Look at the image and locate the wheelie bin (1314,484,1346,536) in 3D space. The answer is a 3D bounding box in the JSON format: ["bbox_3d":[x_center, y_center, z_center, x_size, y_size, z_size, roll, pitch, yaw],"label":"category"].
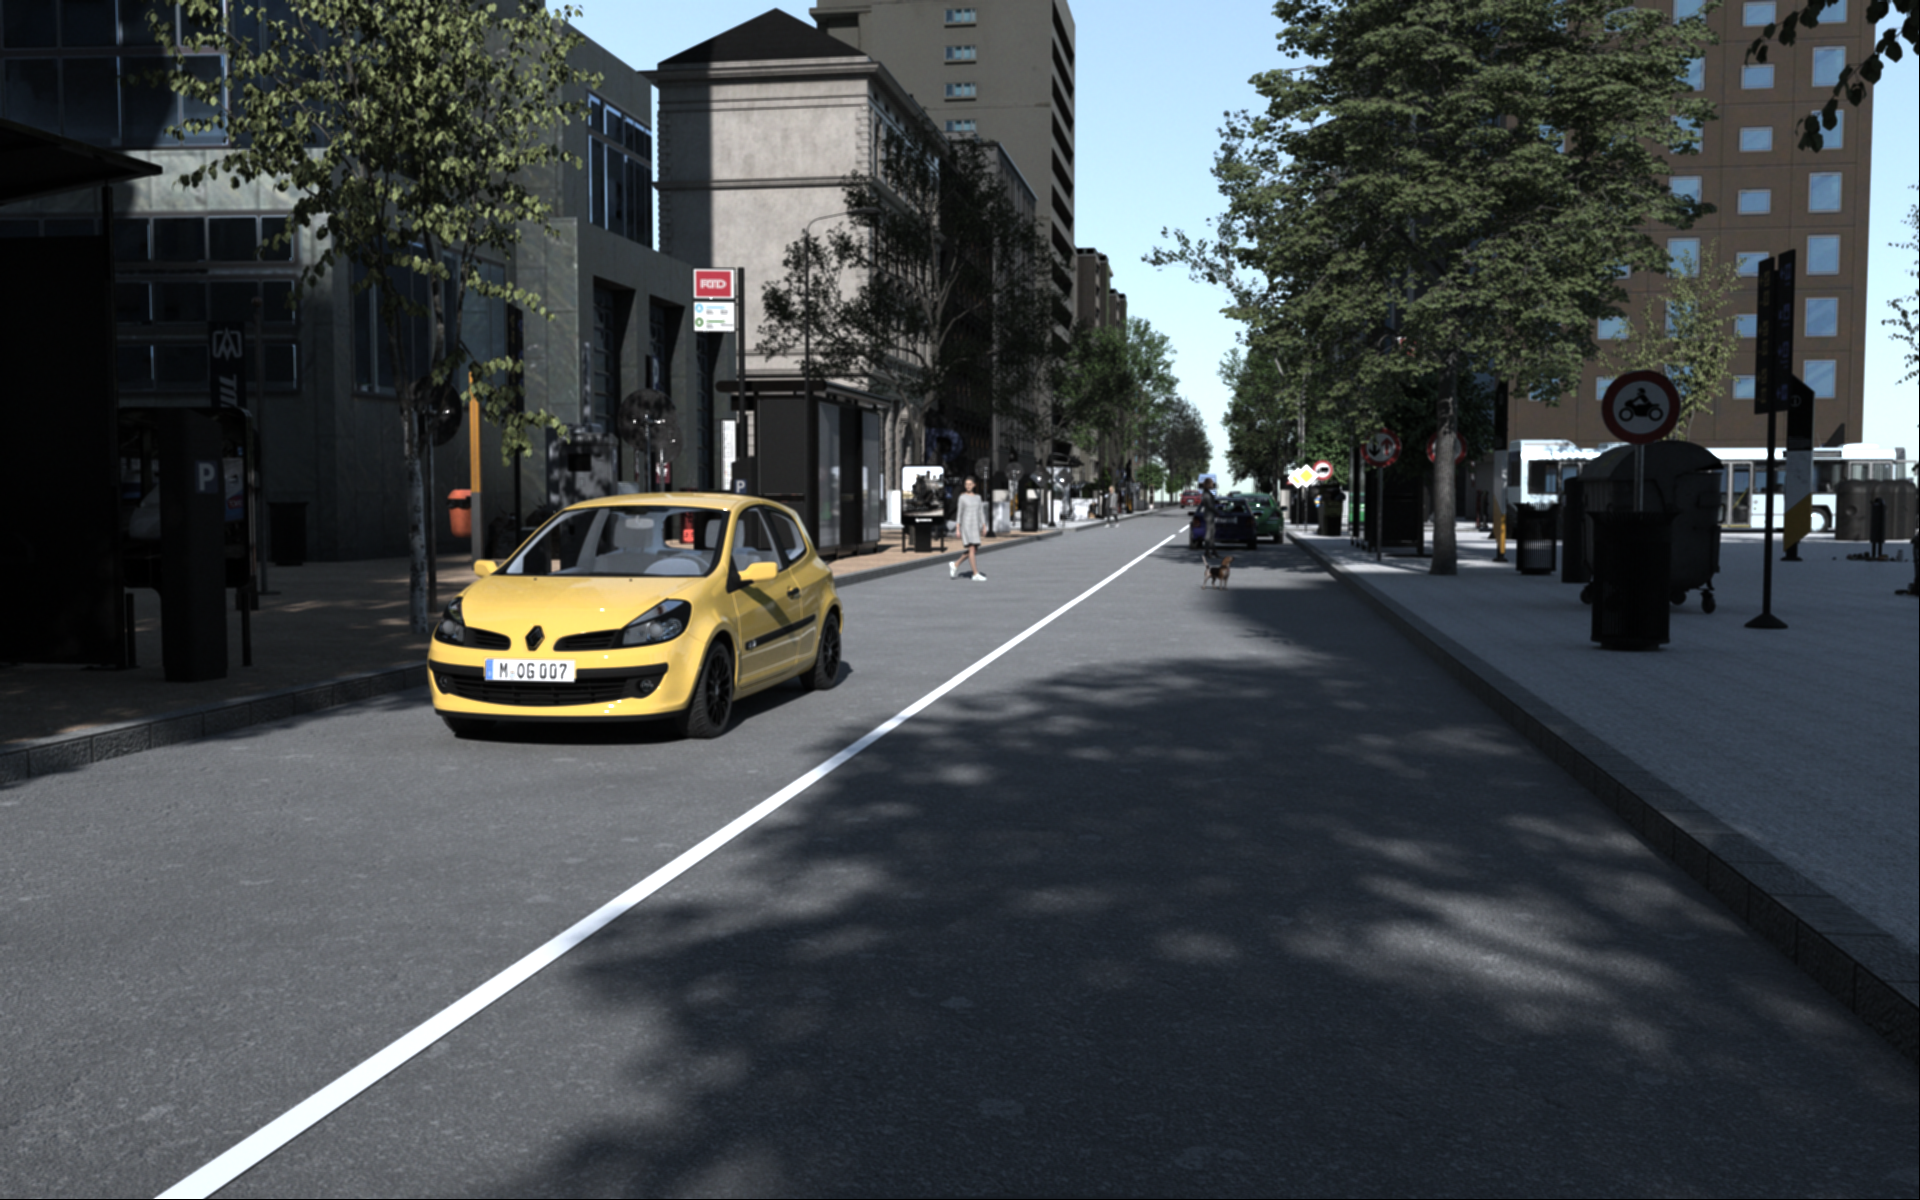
[{"bbox_3d":[11.436,-2.780,53.355,0.980,1.594,0.693,-1,4,-11],"label":"wheelie bin"}]

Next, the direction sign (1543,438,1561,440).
[{"bbox_3d":[24.158,-4.819,70.784,0.379,3.537,0.876,-2,4,-29],"label":"direction sign"}]

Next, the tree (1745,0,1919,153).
[{"bbox_3d":[4.999,-3.524,7.978,4.737,8.622,4.395,0,3,0],"label":"tree"}]

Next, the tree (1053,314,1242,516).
[{"bbox_3d":[8.985,-10.624,99.463,9.928,11.665,9.643,0,3,0],"label":"tree"}]

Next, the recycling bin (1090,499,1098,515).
[{"bbox_3d":[7.110,-5.017,94.586,0.722,1.027,0.722,-2,4,-30],"label":"recycling bin"}]

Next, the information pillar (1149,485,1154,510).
[{"bbox_3d":[15.064,-8.047,136.057,0.304,2.012,0.304,1,4,21],"label":"information pillar"}]

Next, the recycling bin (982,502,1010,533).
[{"bbox_3d":[1.195,-2.720,57.019,0.722,1.027,0.722,2,4,27],"label":"recycling bin"}]

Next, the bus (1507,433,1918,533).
[{"bbox_3d":[25.611,-3.908,58.752,13.247,3.499,2.948,0,4,7],"label":"bus"}]

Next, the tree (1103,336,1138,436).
[{"bbox_3d":[3.840,-8.552,74.232,8.767,10.594,7.601,2,4,24],"label":"tree"}]

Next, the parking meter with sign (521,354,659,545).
[{"bbox_3d":[-4.700,-1.567,21.884,1.738,3.016,0.543,0,4,-1],"label":"parking meter with sign"}]

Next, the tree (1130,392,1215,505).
[{"bbox_3d":[26.205,-18.527,213.287,12.009,13.543,11.850,0,3,0],"label":"tree"}]

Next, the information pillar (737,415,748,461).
[{"bbox_3d":[-6.469,-3.659,51.178,0.504,3.616,0.183,2,4,24],"label":"information pillar"}]

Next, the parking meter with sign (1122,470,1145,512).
[{"bbox_3d":[12.795,-8.029,127.540,1.738,3.016,0.543,3,4,36],"label":"parking meter with sign"}]

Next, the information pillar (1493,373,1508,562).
[{"bbox_3d":[10.225,-2.532,32.753,0.183,3.616,0.504,0,4,-2],"label":"information pillar"}]

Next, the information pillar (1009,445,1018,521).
[{"bbox_3d":[2.536,-5.537,81.878,0.183,3.616,0.504,-3,4,-38],"label":"information pillar"}]

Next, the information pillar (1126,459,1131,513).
[{"bbox_3d":[11.116,-7.512,114.170,0.183,3.616,0.504,3,5,44],"label":"information pillar"}]

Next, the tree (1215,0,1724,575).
[{"bbox_3d":[8.064,-6.657,26.974,7.486,12.596,7.792,0,3,0],"label":"tree"}]

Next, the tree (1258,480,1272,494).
[{"bbox_3d":[40.193,-14.154,226.014,1.663,3.219,1.824,0,3,0],"label":"tree"}]

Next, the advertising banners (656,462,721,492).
[{"bbox_3d":[-6.941,-2.953,44.467,2.074,3.025,0.090,-2,4,-29],"label":"advertising banners"}]

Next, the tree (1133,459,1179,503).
[{"bbox_3d":[17.370,-10.596,156.957,4.285,4.588,4.351,0,3,0],"label":"tree"}]

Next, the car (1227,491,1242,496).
[{"bbox_3d":[35.995,-13.322,226.479,2.281,1.827,5.304,1,4,9],"label":"car"}]

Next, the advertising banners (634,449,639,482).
[{"bbox_3d":[-7.366,-2.599,38.674,0.090,3.025,2.074,0,4,2],"label":"advertising banners"}]

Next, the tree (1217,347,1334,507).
[{"bbox_3d":[22.948,-12.757,125.584,9.611,12.733,9.660,0,3,0],"label":"tree"}]

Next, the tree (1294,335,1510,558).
[{"bbox_3d":[9.456,-3.170,35.548,4.285,4.588,4.351,0,3,0],"label":"tree"}]

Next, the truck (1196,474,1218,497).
[{"bbox_3d":[33.782,-15.041,235.681,2.967,4.110,18.799,1,4,9],"label":"truck"}]

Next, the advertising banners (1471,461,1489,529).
[{"bbox_3d":[19.521,-4.215,65.110,0.090,3.025,2.074,0,4,-1],"label":"advertising banners"}]

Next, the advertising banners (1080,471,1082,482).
[{"bbox_3d":[8.865,-8.140,129.269,0.090,3.025,2.074,1,4,16],"label":"advertising banners"}]

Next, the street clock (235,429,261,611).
[{"bbox_3d":[-7.881,-0.888,19.087,0.358,2.002,0.471,-3,5,-41],"label":"street clock"}]

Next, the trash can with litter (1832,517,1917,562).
[{"bbox_3d":[17.906,-1.388,33.744,1.678,1.210,2.233,1,4,16],"label":"trash can with litter"}]

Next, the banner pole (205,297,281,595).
[{"bbox_3d":[-9.148,-1.961,22.082,0.863,3.779,0.401,0,4,-1],"label":"banner pole"}]

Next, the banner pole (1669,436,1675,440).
[{"bbox_3d":[26.963,-4.624,65.627,0.863,3.779,0.401,-3,5,-43],"label":"banner pole"}]

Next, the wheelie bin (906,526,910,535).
[{"bbox_3d":[-1.239,-2.810,53.846,0.693,1.594,0.980,2,4,31],"label":"wheelie bin"}]

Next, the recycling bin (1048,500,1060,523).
[{"bbox_3d":[4.016,-3.893,76.197,0.722,1.027,0.722,0,4,0],"label":"recycling bin"}]

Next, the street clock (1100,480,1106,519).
[{"bbox_3d":[7.238,-5.087,87.736,0.358,2.002,0.471,0,4,2],"label":"street clock"}]

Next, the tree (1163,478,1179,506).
[{"bbox_3d":[22.686,-11.819,187.842,1.663,3.219,1.824,0,3,0],"label":"tree"}]

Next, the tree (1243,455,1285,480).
[{"bbox_3d":[41.600,-18.612,238.723,8.767,10.594,7.601,-3,5,-42],"label":"tree"}]

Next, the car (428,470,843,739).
[{"bbox_3d":[-2.012,-0.076,11.471,2.015,1.641,3.980,1,4,11],"label":"car"}]

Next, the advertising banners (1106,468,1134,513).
[{"bbox_3d":[10.527,-7.265,114.975,2.074,3.025,0.090,0,4,3],"label":"advertising banners"}]

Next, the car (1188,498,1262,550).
[{"bbox_3d":[6.975,-2.025,45.685,1.945,1.354,3.894,1,4,10],"label":"car"}]

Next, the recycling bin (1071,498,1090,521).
[{"bbox_3d":[5.682,-4.241,81.889,0.722,1.027,0.722,0,4,4],"label":"recycling bin"}]

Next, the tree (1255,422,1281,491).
[{"bbox_3d":[27.969,-12.551,155.573,4.360,8.622,3.978,0,3,0],"label":"tree"}]

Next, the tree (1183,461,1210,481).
[{"bbox_3d":[39.901,-22.322,299.375,7.601,10.594,8.767,-2,4,-25],"label":"tree"}]

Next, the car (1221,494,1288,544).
[{"bbox_3d":[8.701,-2.436,51.624,2.131,1.459,4.920,1,4,9],"label":"car"}]

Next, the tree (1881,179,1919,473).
[{"bbox_3d":[22.390,-5.375,38.252,4.360,8.622,3.978,0,3,0],"label":"tree"}]

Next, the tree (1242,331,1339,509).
[{"bbox_3d":[20.179,-11.211,109.049,9.928,11.665,9.643,0,3,0],"label":"tree"}]

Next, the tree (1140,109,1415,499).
[{"bbox_3d":[15.795,-14.097,86.383,12.611,20.169,13.585,0,3,0],"label":"tree"}]

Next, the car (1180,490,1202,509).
[{"bbox_3d":[23.145,-10.076,173.407,2.281,1.827,5.304,1,4,9],"label":"car"}]

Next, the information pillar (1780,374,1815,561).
[{"bbox_3d":[16.040,-2.555,33.123,0.183,3.616,0.504,-3,5,-44],"label":"information pillar"}]

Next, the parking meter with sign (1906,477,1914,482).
[{"bbox_3d":[43.075,-5.065,79.069,0.543,3.016,1.738,-1,4,-21],"label":"parking meter with sign"}]

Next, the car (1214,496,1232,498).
[{"bbox_3d":[11.854,-3.967,77.445,1.945,1.354,3.894,1,4,9],"label":"car"}]

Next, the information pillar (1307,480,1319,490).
[{"bbox_3d":[20.157,-6.541,98.306,0.504,3.616,0.183,3,4,38],"label":"information pillar"}]

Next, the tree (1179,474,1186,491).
[{"bbox_3d":[29.420,-15.485,236.896,4.285,4.588,4.351,0,3,0],"label":"tree"}]

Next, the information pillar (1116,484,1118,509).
[{"bbox_3d":[9.964,-6.493,110.656,0.304,2.012,0.304,0,4,4],"label":"information pillar"}]
